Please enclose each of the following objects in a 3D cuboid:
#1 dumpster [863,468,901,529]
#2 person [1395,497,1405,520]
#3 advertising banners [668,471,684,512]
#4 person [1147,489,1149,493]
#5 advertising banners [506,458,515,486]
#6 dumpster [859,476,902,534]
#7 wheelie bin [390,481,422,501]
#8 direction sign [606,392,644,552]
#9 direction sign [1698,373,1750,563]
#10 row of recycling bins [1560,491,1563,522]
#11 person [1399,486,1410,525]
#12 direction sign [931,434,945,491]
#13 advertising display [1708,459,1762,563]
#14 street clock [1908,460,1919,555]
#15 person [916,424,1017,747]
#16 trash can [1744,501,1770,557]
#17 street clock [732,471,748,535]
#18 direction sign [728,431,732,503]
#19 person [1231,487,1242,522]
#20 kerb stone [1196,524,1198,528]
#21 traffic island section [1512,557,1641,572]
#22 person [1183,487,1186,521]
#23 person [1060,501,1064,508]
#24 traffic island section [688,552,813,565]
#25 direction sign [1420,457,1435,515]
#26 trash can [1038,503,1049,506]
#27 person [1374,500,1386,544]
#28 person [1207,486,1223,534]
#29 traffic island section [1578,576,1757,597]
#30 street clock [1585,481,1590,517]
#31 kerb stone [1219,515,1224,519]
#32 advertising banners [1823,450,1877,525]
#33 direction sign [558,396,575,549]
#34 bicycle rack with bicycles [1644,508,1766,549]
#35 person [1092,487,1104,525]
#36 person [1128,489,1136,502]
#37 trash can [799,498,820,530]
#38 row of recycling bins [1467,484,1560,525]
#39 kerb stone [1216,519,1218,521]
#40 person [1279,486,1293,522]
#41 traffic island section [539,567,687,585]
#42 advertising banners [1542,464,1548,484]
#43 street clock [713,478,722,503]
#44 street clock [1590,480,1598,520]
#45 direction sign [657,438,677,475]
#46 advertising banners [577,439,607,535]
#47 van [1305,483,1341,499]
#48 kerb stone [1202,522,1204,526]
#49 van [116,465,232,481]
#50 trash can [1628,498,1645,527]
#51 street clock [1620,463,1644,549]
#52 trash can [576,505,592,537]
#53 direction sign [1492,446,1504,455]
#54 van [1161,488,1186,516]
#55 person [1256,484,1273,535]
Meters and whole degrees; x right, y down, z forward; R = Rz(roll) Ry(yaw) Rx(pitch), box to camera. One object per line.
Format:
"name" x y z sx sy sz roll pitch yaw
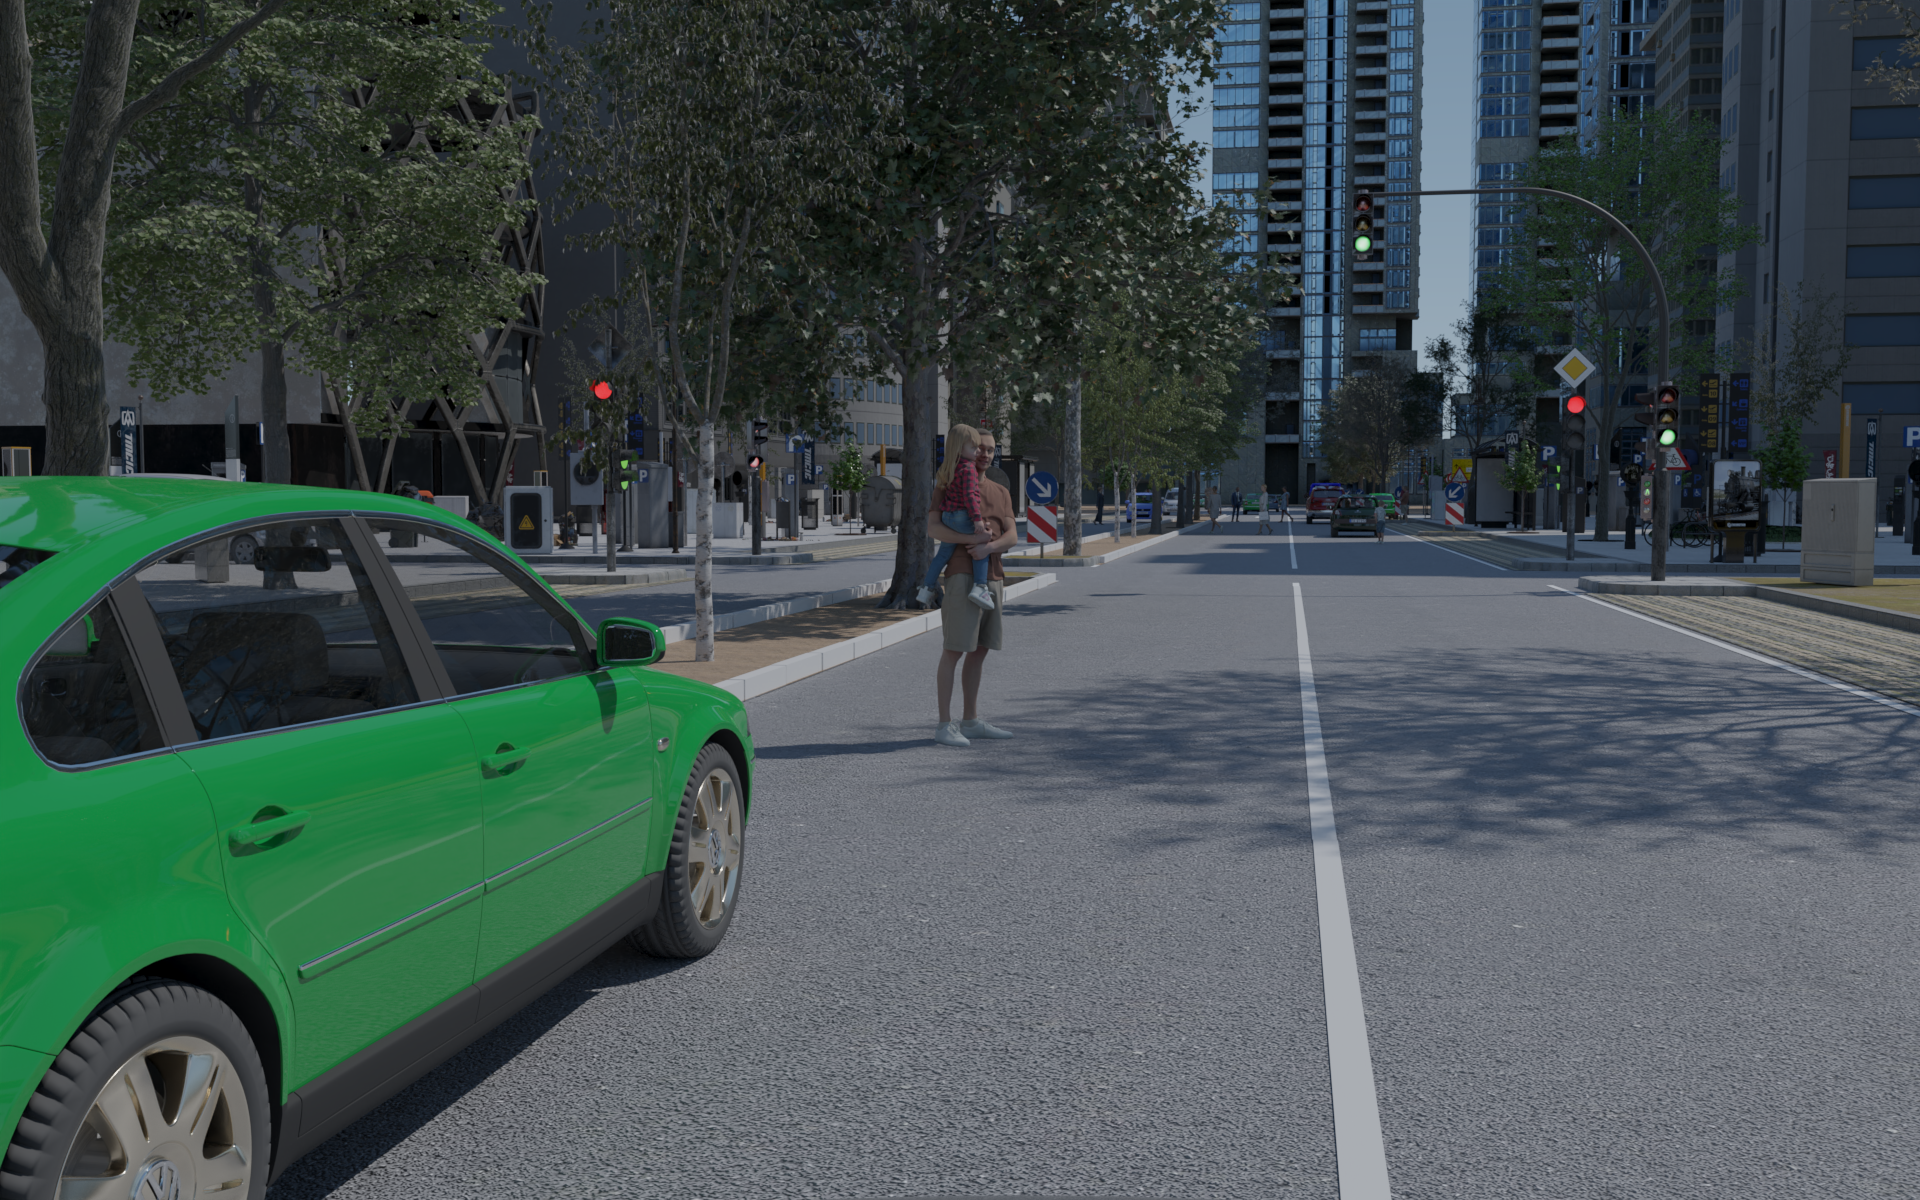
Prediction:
"dumpster" -2.818 -3.816 64.889 1.502 2.255 1.985 1 4 11
"person" 22.206 -4.823 87.130 0.659 1.850 0.755 -1 4 -18
"advertising banners" -19.657 -7.318 115.835 2.074 3.025 0.090 -1 4 -16
"person" 14.249 -7.501 131.135 1.348 1.826 0.705 -3 4 -37
"advertising banners" -19.081 -4.592 71.272 2.074 3.025 0.090 2 4 28
"dumpster" -2.504 -3.093 56.335 1.264 1.857 1.865 1 4 11
"wheelie bin" -13.329 -2.060 41.587 0.693 1.594 0.980 0 4 1
"direction sign" -7.463 -2.843 38.481 0.876 3.537 0.379 -1 4 -13
"direction sign" 14.315 -2.478 32.510 0.876 3.537 0.379 1 4 10
"row of recycling bins" 27.665 -4.481 80.383 1.069 1.692 3.534 0 4 -7
"person" 20.548 -4.377 80.039 0.573 1.828 0.580 -1 4 -22
"direction sign" -0.998 -4.521 65.917 0.876 3.537 0.379 1 4 19
"advertising display" 14.358 -1.645 32.103 0.974 1.923 0.123 0 4 -6
"street clock" 20.149 -1.943 36.333 0.358 2.002 0.471 -1 4 -20
"person" 0.041 -0.092 9.977 0.573 1.828 0.580 0 4 4
"trash can" 16.246 -1.467 35.632 0.748 1.137 0.748 0 3 0
"street clock" -6.824 -3.008 53.749 0.471 2.002 0.358 3 5 42
"direction sign" -8.050 -4.206 60.757 0.379 3.537 0.876 0 4 0
"person" 14.386 -4.986 90.202 0.721 1.800 0.419 -1 4 -15
"kerb stone" 9.471 -2.943 70.432 0.120 0.150 1.000 1 4 11
"traffic island section" 11.807 -0.683 33.450 2.009 0.180 2.903 1 4 11
"person" 11.463 -4.871 88.242 0.635 1.810 0.391 -1 4 -19
"person" 4.281 -3.629 68.188 0.716 1.782 0.532 0 4 8
"traffic island section" -4.301 -0.868 36.478 2.009 0.180 2.903 1 4 11
"direction sign" 28.557 -6.961 105.807 0.876 3.537 0.379 0 4 1
"trash can" 4.614 -5.158 95.991 0.748 1.137 0.748 0 3 0
"person" 12.127 -2.254 50.036 0.332 1.250 0.352 2 4 26
"person" 9.267 -3.269 62.696 0.466 1.731 0.760 -3 5 -45
"traffic island section" 10.329 -0.203 25.603 2.009 0.180 2.903 1 4 11
"street clock" 35.085 -5.640 96.777 0.471 2.002 0.358 0 4 -6
"kerb stone" 14.791 -4.677 98.671 0.120 0.150 1.000 1 4 11
"advertising banners" 35.258 -4.432 68.644 2.074 3.025 0.090 1 4 11
"direction sign" -9.224 -2.967 40.507 0.379 3.537 0.876 -2 4 -31
"bicycle rack with bicycles" 18.053 -1.736 41.763 2.925 0.926 2.852 1 4 14
"person" 6.471 -4.387 80.643 0.534 1.772 0.576 0 4 -7
"person" 10.291 -5.766 102.871 0.635 1.810 0.391 -2 4 -33
"trash can" -5.373 -3.075 61.937 0.748 1.137 0.748 0 3 0
"row of recycling bins" 23.238 -4.028 72.974 3.534 1.692 1.069 1 4 11
"kerb stone" 13.267 -4.185 90.617 0.120 0.150 1.000 1 4 11
"person" 16.342 -4.794 86.975 0.778 1.811 0.616 0 4 0
"traffic island section" -5.779 -0.388 28.631 2.009 0.180 2.903 1 4 11
"advertising banners" 35.209 -6.507 102.579 2.074 3.025 0.090 -2 4 -26
"street clock" -10.985 -4.515 78.392 0.471 2.002 0.358 1 4 16
"street clock" 31.940 -5.022 86.683 0.471 2.002 0.358 2 4 32
"direction sign" -11.781 -4.756 69.759 0.876 3.537 0.379 1 4 20
"advertising banners" -11.087 -3.579 54.708 2.074 3.025 0.090 1 4 8
"van" 21.253 -5.900 100.845 2.240 2.365 5.245 1 4 11
"kerb stone" 10.419 -3.258 75.488 0.120 0.150 1.000 1 4 11
"van" -15.149 -1.713 35.015 4.112 2.044 2.013 1 4 12
"trash can" 26.305 -3.404 67.315 0.748 1.137 0.748 0 3 0
"street clock" 15.553 -2.176 40.141 0.471 2.002 0.358 0 4 -4
"trash can" -11.337 -2.500 52.533 0.748 1.137 0.748 0 3 0
"direction sign" 25.259 -5.473 81.486 0.876 3.537 0.379 -2 4 -31
"van" 14.530 -6.666 116.007 2.013 2.044 4.112 1 4 11
"person" 10.705 -3.177 60.802 0.624 1.780 0.694 1 4 11
